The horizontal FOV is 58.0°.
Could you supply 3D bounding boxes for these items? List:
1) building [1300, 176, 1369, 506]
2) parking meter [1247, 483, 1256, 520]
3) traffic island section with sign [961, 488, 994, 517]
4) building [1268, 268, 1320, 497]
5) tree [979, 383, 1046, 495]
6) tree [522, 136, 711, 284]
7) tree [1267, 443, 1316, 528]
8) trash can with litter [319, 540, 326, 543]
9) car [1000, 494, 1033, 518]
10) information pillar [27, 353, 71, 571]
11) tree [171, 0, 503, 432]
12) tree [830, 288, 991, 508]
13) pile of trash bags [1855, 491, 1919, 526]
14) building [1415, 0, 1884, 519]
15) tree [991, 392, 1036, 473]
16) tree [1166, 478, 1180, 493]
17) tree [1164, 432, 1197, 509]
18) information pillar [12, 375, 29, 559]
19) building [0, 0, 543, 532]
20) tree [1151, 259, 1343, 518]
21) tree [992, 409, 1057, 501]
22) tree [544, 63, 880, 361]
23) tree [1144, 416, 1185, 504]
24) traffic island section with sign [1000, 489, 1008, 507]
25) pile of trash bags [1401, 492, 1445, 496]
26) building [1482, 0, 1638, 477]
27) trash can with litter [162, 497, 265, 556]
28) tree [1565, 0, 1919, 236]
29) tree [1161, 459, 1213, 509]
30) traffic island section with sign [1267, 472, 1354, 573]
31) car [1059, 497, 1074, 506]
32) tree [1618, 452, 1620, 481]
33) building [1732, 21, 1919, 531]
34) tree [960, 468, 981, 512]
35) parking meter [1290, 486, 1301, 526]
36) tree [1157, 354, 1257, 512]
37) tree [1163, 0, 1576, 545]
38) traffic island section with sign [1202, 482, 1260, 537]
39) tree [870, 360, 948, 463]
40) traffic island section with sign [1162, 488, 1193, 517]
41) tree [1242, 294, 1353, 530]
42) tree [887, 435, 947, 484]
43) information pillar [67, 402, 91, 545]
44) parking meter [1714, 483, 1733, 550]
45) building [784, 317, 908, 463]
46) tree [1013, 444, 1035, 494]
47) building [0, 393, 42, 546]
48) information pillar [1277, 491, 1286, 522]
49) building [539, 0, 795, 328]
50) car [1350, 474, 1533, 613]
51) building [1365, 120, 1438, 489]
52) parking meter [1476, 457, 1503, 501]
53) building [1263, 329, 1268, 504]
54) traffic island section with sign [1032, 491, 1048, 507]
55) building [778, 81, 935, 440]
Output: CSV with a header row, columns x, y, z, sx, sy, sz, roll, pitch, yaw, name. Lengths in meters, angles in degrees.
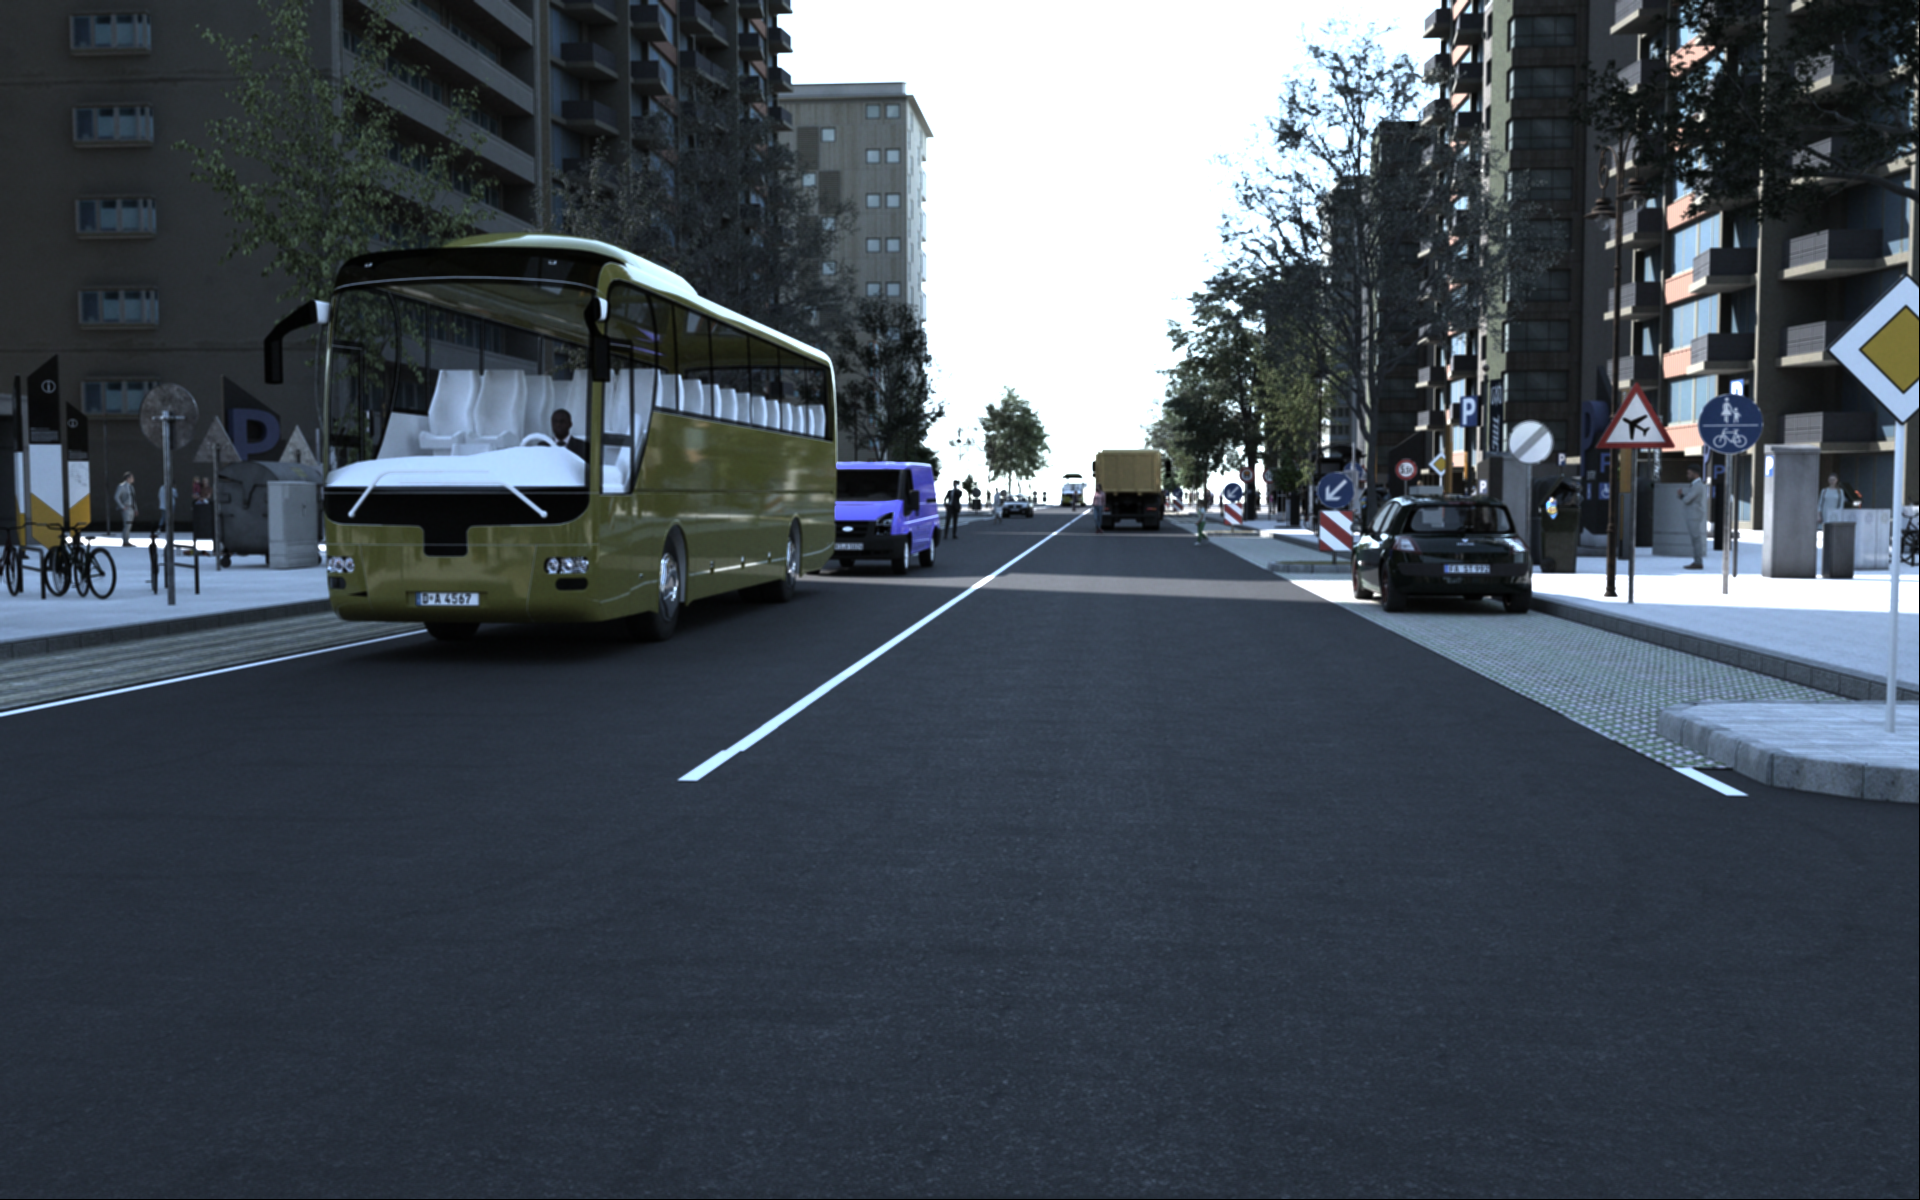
x,y,z,sx,sy,sz,roll,pitch,yaw,name
54.338,-30.978,198.365,32.217,40.220,23.993,0,4,5,building
14.156,-4.808,84.315,0.399,1.863,0.255,2,4,29,parking meter
1.093,-6.151,109.192,1.989,1.847,2.006,0,4,5,traffic island section with sign
47.117,-27.320,218.387,14.160,30.474,14.107,0,4,5,building
5.371,-15.861,177.450,7.486,12.596,7.792,0,3,0,tree
-7.449,-5.286,36.790,4.360,8.622,3.978,0,3,0,tree
12.399,-4.366,65.978,1.663,3.219,1.824,0,3,0,tree
-16.729,-2.092,45.269,2.233,1.210,1.678,-1,4,-16,trash can with litter
3.530,-5.892,106.120,2.009,1.686,4.222,0,4,7,car
-15.214,-2.294,28.856,0.504,3.616,0.183,-1,4,-15,information pillar
-8.712,-4.538,24.555,4.737,8.622,4.395,0,3,0,tree
-3.855,-8.864,79.342,8.767,10.594,7.601,1,4,15,tree
27.898,-2.532,51.151,3.447,1.369,1.912,1,4,22,pile of trash bags
42.440,-28.088,113.866,22.147,44.769,28.867,0,4,5,building
2.496,-13.733,158.948,8.767,10.594,7.601,-1,4,-9,tree
24.974,-12.679,201.908,1.663,3.219,1.824,0,3,0,tree
19.757,-12.099,148.182,4.737,8.622,4.395,0,3,0,tree
-18.615,-2.624,34.257,0.183,3.616,0.504,-3,4,-37,information pillar
-30.267,-27.149,67.593,21.300,48.544,21.600,0,4,5,building
15.259,-11.281,91.092,9.857,13.997,8.962,0,3,0,tree
7.029,-17.193,206.868,9.928,11.665,9.643,0,3,0,tree
-7.249,-8.508,49.471,12.009,13.543,11.850,0,3,0,tree
27.618,-19.064,229.817,7.486,12.596,7.792,0,3,0,tree
3.495,-7.813,136.373,1.989,1.847,2.006,0,4,5,traffic island section with sign
15.983,-3.154,61.326,3.447,1.369,1.912,-2,4,-27,pile of trash bags
35.227,-19.676,93.407,14.160,30.474,14.107,0,4,5,building
-15.467,-1.525,35.984,2.233,1.210,1.678,1,4,18,trash can with litter
8.936,-4.900,14.524,7.601,10.594,8.767,0,4,7,tree
20.673,-10.367,153.217,4.285,4.588,4.351,0,3,0,tree
6.734,-1.430,32.002,1.989,1.847,2.006,0,4,5,traffic island section with sign
13.305,-12.570,215.118,1.945,1.707,3.694,0,4,5,car
24.917,-4.413,66.758,1.663,3.219,1.824,0,3,0,tree
38.092,-25.205,66.731,22.147,44.769,28.867,0,4,5,building
0.798,-8.103,127.089,1.663,3.219,1.824,0,3,0,tree
13.571,-3.939,70.113,0.255,1.863,0.399,-2,4,-27,parking meter
17.537,-12.064,122.997,9.928,11.665,9.643,0,3,0,tree
10.329,-8.144,43.531,12.009,13.543,11.850,0,3,0,tree
9.114,-3.072,58.852,1.989,1.847,2.006,0,4,5,traffic island section with sign
-2.674,-8.671,92.131,4.737,8.622,4.395,0,3,0,tree
13.448,-6.072,107.900,1.989,1.847,2.006,0,4,5,traffic island section with sign
12.440,-6.853,62.406,4.737,8.622,4.395,0,3,0,tree
-2.440,-6.933,97.073,4.285,4.588,4.351,0,3,0,tree
-22.214,-3.196,43.617,0.504,3.616,0.183,-2,4,-31,information pillar
17.427,-1.904,39.538,0.372,1.533,0.369,0,3,0,parking meter
-21.388,-21.709,199.982,27.650,21.520,28.899,0,4,5,building
7.902,-16.636,222.366,4.360,8.622,3.978,0,3,0,tree
-33.677,-36.684,38.039,20.563,71.187,20.611,0,4,5,building
14.789,-4.598,79.662,0.304,2.012,0.304,-3,5,-44,information pillar
-24.681,-29.082,130.112,22.147,44.769,28.867,0,4,5,building
6.095,-0.760,22.211,2.009,1.686,4.222,0,4,5,car
39.036,-22.325,136.722,14.160,30.474,14.107,0,4,5,building
8.375,-1.328,27.418,0.255,1.863,0.399,-1,4,-17,parking meter
47.899,-28.223,233.154,14.160,30.474,14.107,0,4,5,building
8.355,-11.175,191.337,1.989,1.847,2.006,0,4,5,traffic island section with sign
-18.718,-39.010,227.047,28.713,52.752,27.495,0,4,5,building
